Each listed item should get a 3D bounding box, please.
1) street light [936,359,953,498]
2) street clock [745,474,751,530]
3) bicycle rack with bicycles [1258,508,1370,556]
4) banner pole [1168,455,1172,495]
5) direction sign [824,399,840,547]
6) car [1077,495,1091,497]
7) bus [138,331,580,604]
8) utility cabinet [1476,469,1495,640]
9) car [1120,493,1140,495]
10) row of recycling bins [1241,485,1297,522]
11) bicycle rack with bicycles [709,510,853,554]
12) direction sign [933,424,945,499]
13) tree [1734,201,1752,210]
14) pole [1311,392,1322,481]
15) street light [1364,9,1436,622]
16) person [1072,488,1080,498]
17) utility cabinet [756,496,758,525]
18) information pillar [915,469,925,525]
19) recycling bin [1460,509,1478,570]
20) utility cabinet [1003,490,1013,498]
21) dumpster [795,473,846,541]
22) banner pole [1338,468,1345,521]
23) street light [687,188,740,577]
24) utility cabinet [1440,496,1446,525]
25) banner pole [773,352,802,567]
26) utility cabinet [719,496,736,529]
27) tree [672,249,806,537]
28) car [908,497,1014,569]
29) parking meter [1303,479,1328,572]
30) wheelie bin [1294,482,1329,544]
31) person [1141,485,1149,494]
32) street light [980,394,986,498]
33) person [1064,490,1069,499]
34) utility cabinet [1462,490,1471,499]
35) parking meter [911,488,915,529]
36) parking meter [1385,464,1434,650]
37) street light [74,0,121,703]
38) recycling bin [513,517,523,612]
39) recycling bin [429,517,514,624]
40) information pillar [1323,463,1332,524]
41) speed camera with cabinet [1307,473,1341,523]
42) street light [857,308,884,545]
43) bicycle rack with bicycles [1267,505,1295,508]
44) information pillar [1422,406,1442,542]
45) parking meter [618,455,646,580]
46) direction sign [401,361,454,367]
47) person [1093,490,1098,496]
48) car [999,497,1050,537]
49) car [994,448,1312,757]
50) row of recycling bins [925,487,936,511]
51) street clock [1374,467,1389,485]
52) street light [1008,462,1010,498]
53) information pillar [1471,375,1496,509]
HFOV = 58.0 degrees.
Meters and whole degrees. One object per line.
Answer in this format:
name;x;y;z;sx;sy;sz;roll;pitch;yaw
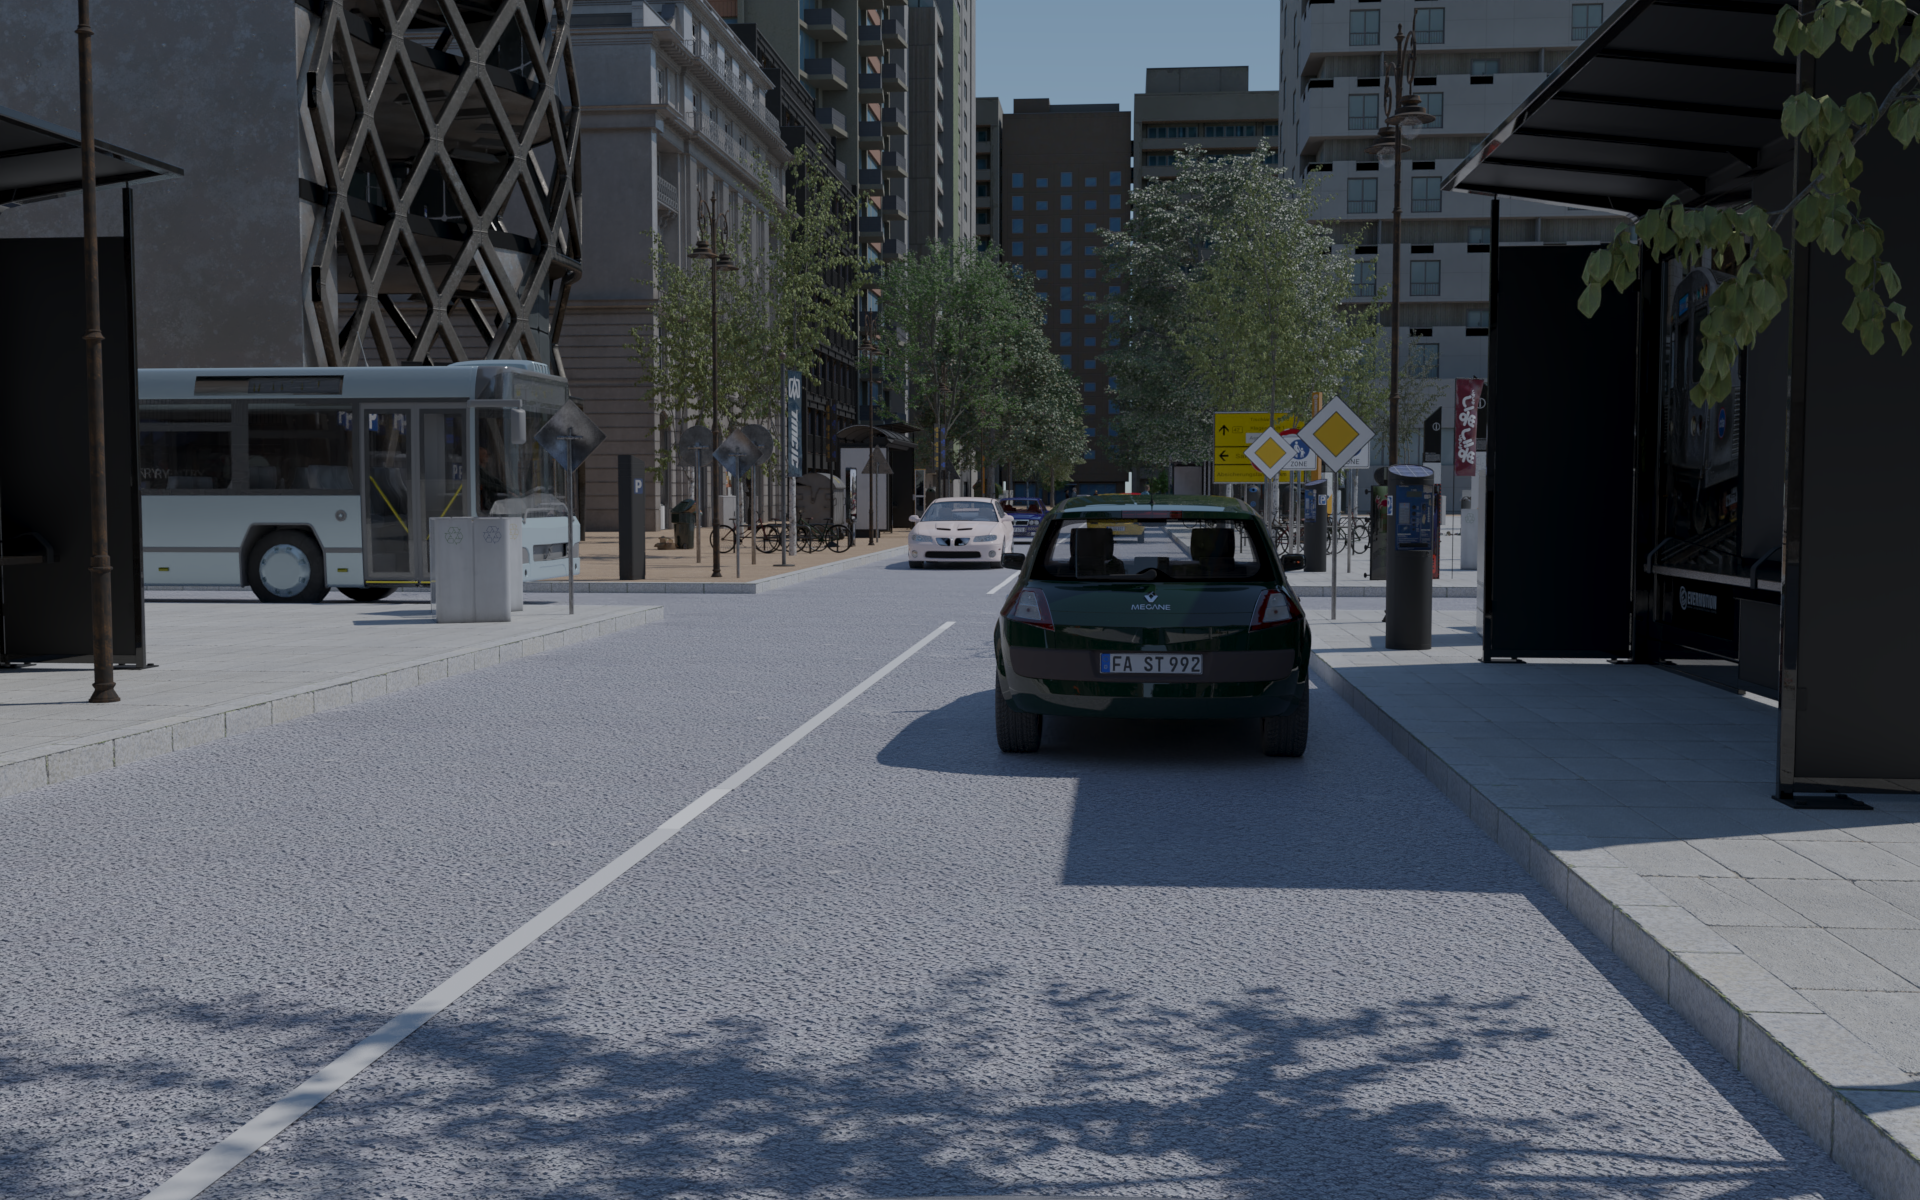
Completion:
street light;-0.535;-5.312;59.635;0.468;5.910;1.993;0;4;5
street clock;-7.395;-3.454;61.035;0.358;2.002;0.471;0;4;0
bicycle rack with bicycles;7.345;-1.429;36.752;2.925;0.926;2.852;-1;4;-13
banner pole;11.085;-6.197;91.334;0.401;3.779;0.863;0;4;-8
direction sign;-3.109;-3.052;41.904;0.379;3.537;0.876;-1;4;-20
car;9.829;-7.706;138.355;2.083;1.381;4.827;0;4;3
bus;-10.877;-1.688;22.462;13.247;3.499;2.948;0;4;6
utility cabinet;4.788;-0.406;15.320;0.318;1.500;1.173;1;4;12
car;8.243;-4.587;84.031;2.155;1.783;4.494;0;4;5
row of recycling bins;14.167;-4.545;81.420;3.534;1.692;1.069;0;4;5
bicycle rack with bicycles;-3.711;-1.511;38.080;2.925;0.926;2.852;1;4;16
direction sign;-0.667;-3.915;56.008;0.379;3.537;0.876;1;4;23
tree;22.227;-7.317;45.396;9.928;11.665;9.643;0;3;0
pole;7.155;-2.505;34.794;0.158;3.312;0.155;0;3;0
street light;4.320;-2.715;17.186;0.468;5.910;1.993;0;4;5
person;6.654;-5.546;99.349;0.590;1.801;0.661;1;4;11
utility cabinet;-7.527;-3.188;63.289;0.306;1.237;1.020;0;4;-6
information pillar;-1.178;-2.850;51.090;0.304;2.012;0.304;0;4;1
recycling bin;8.963;-1.028;29.363;0.722;1.027;0.722;3;5;40
utility cabinet;2.651;-5.631;100.753;0.318;1.500;1.173;2;4;32
dumpster;-3.886;-2.570;47.785;1.264;1.857;1.865;0;4;5
banner pole;18.218;-5.683;82.927;0.401;3.779;0.863;3;5;44
street light;-3.759;-3.289;26.571;0.468;5.910;1.993;0;4;5
utility cabinet;19.611;-3.703;71.703;0.306;1.237;1.020;-3;4;-38
banner pole;-3.025;-2.498;30.860;0.401;3.779;0.863;2;4;26
utility cabinet;-8.597;-3.253;64.341;0.306;1.237;1.020;2;4;29
tree;-6.555;-6.200;51.727;4.360;8.622;3.978;0;3;0
car;0.072;-1.377;34.879;2.083;1.381;4.827;0;4;5
parking meter;5.860;-1.232;28.551;0.372;1.533;0.369;0;3;0
wheelie bin;9.086;-2.258;44.826;0.980;1.594;0.693;2;4;35
person;7.357;-3.673;68.897;0.444;1.785;0.601;-2;4;-31
street light;0.973;-6.365;76.850;0.468;5.910;1.993;0;4;5
person;7.290;-6.559;116.563;0.721;1.723;1.217;1;4;8
utility cabinet;28.450;-5.343;96.032;1.173;1.500;0.318;1;4;19
parking meter;-2.011;-3.577;66.890;0.372;1.533;0.369;0;3;0
parking meter;3.725;-0.363;14.345;0.372;1.533;0.369;0;3;0
street light;-5.288;-2.308;10.526;0.468;5.910;1.993;0;4;5
recycling bin;-5.264;-0.386;18.858;0.722;1.027;0.722;2;4;28
recycling bin;-4.961;-0.305;17.545;0.722;1.027;0.722;-1;4;-21
information pillar;14.204;-4.622;66.918;0.504;3.616;0.183;-3;5;-42
speed camera with cabinet;15.971;-4.995;76.009;0.660;3.252;2.038;3;5;42
street light;-2.217;-4.301;43.109;0.468;5.910;1.993;0;4;5
bicycle rack with bicycles;10.092;-2.578;55.525;2.925;0.926;2.852;3;4;37
information pillar;12.535;-3.340;45.963;0.504;3.616;0.183;-1;4;-10
parking meter;-4.900;-1.234;25.880;0.255;1.863;0.399;2;4;24
direction sign;-9.099;-2.307;29.718;0.876;3.537;0.379;-2;4;-24
person;12.182;-8.906;154.638;1.217;1.766;0.721;2;4;24
car;1.750;-2.333;50.725;1.945;1.354;3.894;0;4;6
car;1.208;-0.069;10.910;2.009;1.686;4.222;0;4;6
row of recycling bins;-2.516;-5.459;96.362;3.534;1.692;1.069;3;5;39
street clock;11.248;-2.534;46.007;0.471;2.002;0.358;0;4;-6
street light;2.650;-7.375;93.376;0.468;5.910;1.993;0;4;5
information pillar;10.272;-2.607;33.976;0.504;3.616;0.183;1;4;22
